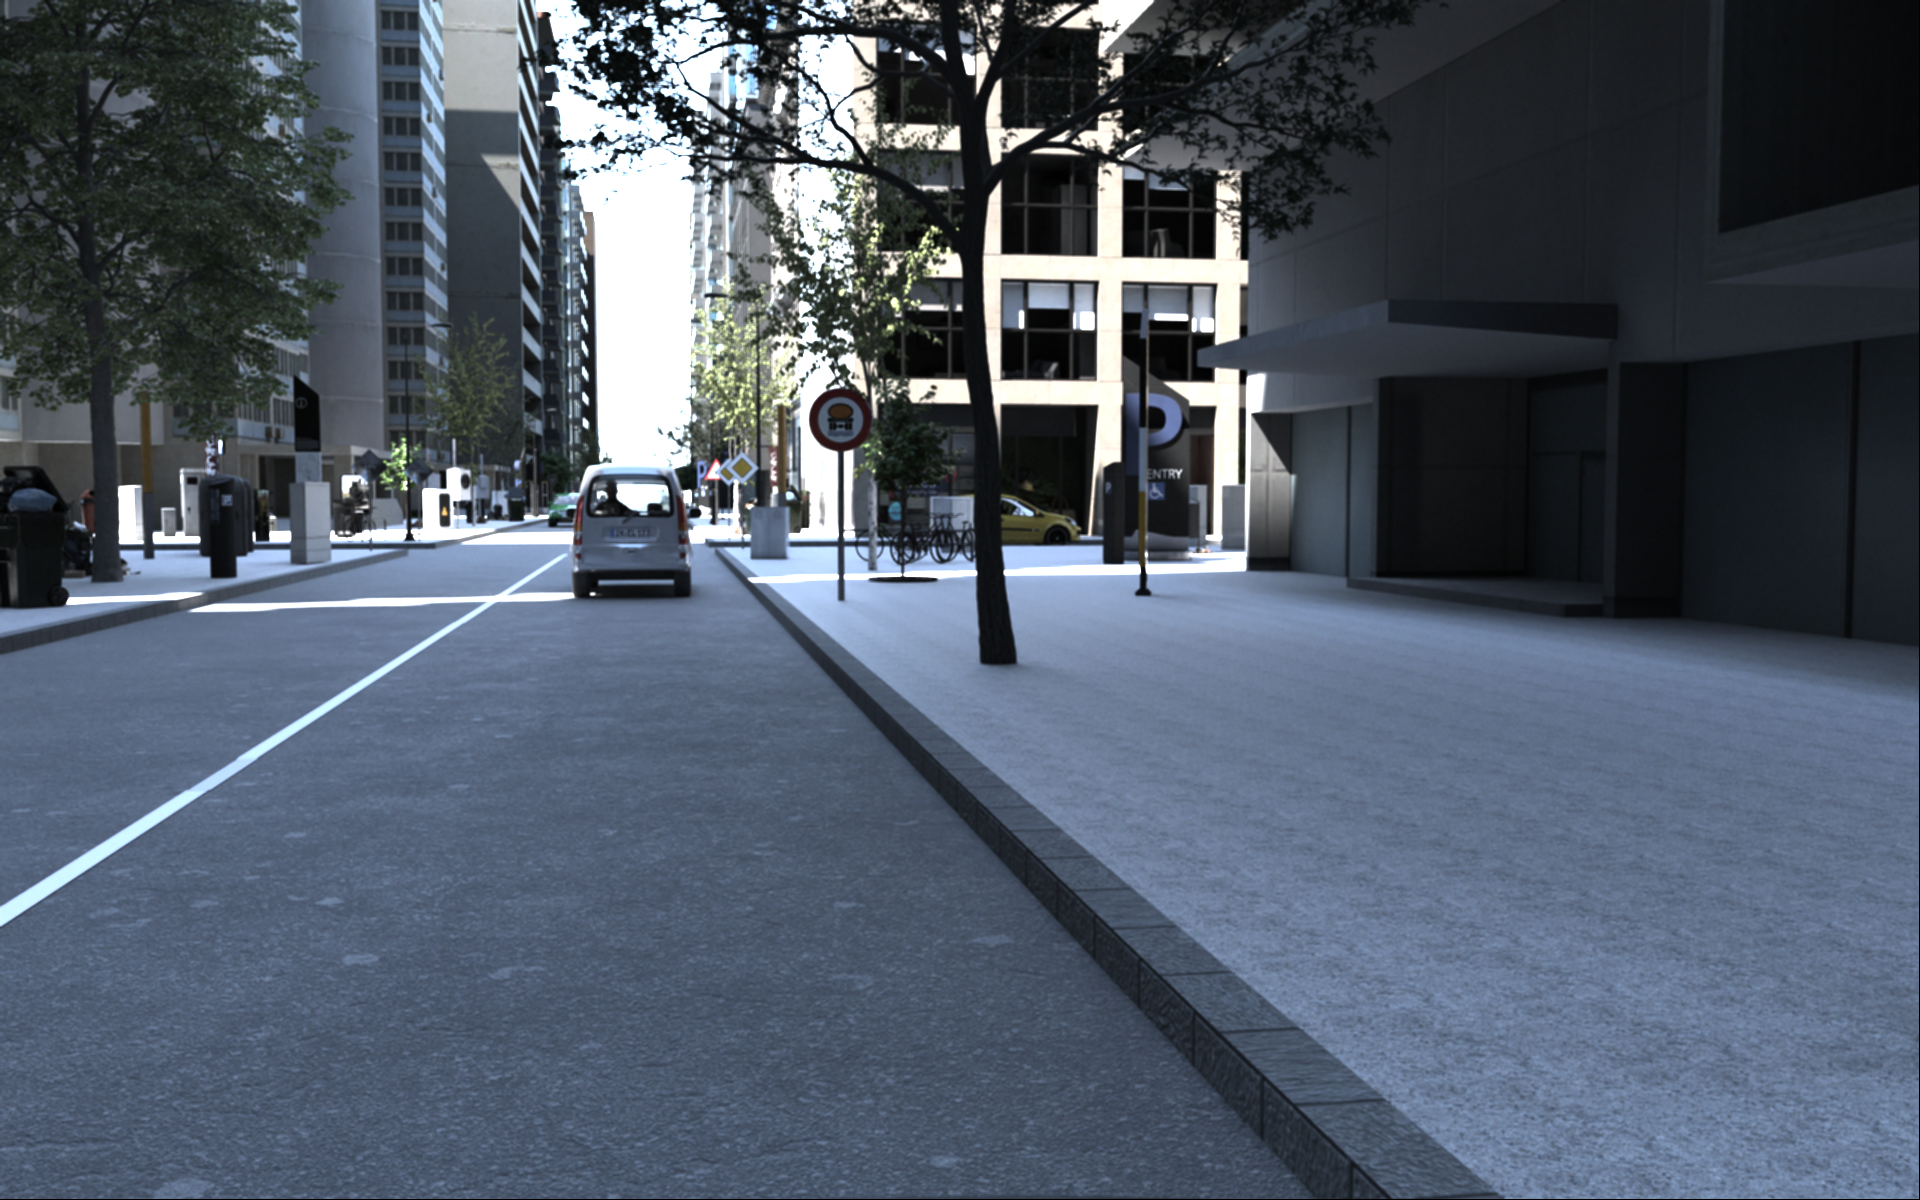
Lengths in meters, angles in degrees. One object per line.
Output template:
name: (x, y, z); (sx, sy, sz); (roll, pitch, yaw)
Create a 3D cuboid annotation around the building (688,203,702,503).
building: (-31.354, -34.396, 245.966); (14.154, 41.232, 14.086); (-1, 4, -10)

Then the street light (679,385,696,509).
street light: (-11.109, -6.197, 73.863); (1.470, 5.913, 1.316); (-1, 4, -10)

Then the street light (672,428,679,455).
street light: (-19.351, -9.111, 121.502); (1.470, 5.913, 1.316); (-1, 4, -10)

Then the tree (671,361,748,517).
tree: (-13.599, -8.854, 95.126); (4.360, 8.622, 3.978); (0, 3, 0)

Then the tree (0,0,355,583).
tree: (-12.901, -6.545, 25.139); (7.486, 12.596, 7.792); (0, 3, 0)

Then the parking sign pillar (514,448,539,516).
parking sign pillar: (-25.318, -6.808, 99.786); (1.447, 3.967, 1.447); (0, 4, -3)

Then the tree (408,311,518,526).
tree: (-19.579, -7.238, 68.710); (4.737, 8.622, 4.395); (0, 3, 0)

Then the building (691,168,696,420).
building: (-23.371, -36.999, 224.548); (23.786, 49.044, 30.456); (-1, 4, -10)

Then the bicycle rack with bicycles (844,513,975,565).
bicycle rack with bicycles: (-0.805, -1.185, 32.763); (2.925, 0.926, 2.852); (-3, 5, -39)

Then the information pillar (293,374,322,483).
information pillar: (-12.776, -2.603, 33.918); (0.504, 3.616, 0.183); (-1, 4, -11)

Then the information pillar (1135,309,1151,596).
information pillar: (2.314, -1.863, 21.821); (0.183, 3.616, 0.504); (1, 4, 9)

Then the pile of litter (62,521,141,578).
pile of litter: (-13.570, -0.803, 27.093); (1.176, 0.858, 1.719); (2, 4, 29)

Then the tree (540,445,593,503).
tree: (-27.425, -8.103, 116.198); (4.285, 4.588, 4.351); (0, 3, 0)

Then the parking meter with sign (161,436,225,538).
parking meter with sign: (-22.825, -3.383, 51.567); (1.738, 3.016, 0.543); (-2, 4, -32)

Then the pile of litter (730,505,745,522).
pile of litter: (-9.890, -4.037, 79.975); (1.719, 0.858, 1.176); (3, 5, 44)

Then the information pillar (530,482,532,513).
information pillar: (-25.288, -5.998, 102.566); (0.304, 2.012, 0.304); (-2, 4, -25)

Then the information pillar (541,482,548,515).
information pillar: (-25.148, -6.137, 104.836); (0.304, 2.012, 0.304); (-2, 4, -27)

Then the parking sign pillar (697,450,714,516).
parking sign pillar: (-14.826, -6.891, 101.145); (1.447, 3.967, 1.447); (-3, 4, -38)

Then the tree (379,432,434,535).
tree: (-17.492, -3.649, 54.267); (1.663, 3.219, 1.824); (0, 3, 0)

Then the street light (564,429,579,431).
street light: (-27.646, -9.182, 122.670); (1.470, 5.913, 1.316); (-1, 4, -10)

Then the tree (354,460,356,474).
tree: (-30.010, -5.609, 86.315); (1.663, 3.219, 1.824); (0, 3, 0)

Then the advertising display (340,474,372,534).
advertising display: (-19.594, -3.120, 56.226); (0.974, 1.923, 0.123); (-2, 4, -31)

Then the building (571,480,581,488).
building: (-62.513, -31.886, 213.209); (32.217, 40.220, 23.993); (-1, 4, -10)

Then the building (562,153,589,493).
building: (-63.457, -37.982, 240.620); (23.786, 49.044, 30.456); (-1, 4, -10)

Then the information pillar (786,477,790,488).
information pillar: (-7.640, -4.344, 75.524); (0.304, 2.012, 0.304); (3, 4, 37)

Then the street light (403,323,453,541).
street light: (-14.456, -4.559, 47.083); (1.470, 5.913, 1.316); (-1, 4, -10)

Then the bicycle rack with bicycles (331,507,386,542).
bicycle rack with bicycles: (-17.062, -2.072, 47.267); (2.852, 0.926, 2.925); (0, 4, 3)

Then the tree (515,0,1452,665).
tree: (-0.049, -4.800, 12.897); (7.601, 10.594, 8.767); (0, 4, 6)

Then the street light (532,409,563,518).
street light: (-22.693, -7.469, 94.657); (1.470, 5.913, 1.316); (-1, 4, -10)

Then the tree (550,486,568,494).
tree: (-31.513, -8.621, 135.554); (1.663, 3.219, 1.824); (0, 3, 0)

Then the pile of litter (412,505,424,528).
pile of litter: (-20.550, -3.202, 66.326); (1.176, 0.858, 1.719); (0, 4, 3)

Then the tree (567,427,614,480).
tree: (-41.057, -14.683, 190.430); (4.360, 8.622, 3.978); (0, 3, 0)

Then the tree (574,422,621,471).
tree: (-37.782, -13.979, 178.919); (4.737, 8.622, 4.395); (0, 3, 0)

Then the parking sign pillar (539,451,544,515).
parking sign pillar: (-26.486, -7.309, 107.966); (1.447, 3.967, 1.447); (3, 4, 39)

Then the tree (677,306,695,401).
tree: (-7.445, -6.660, 59.246); (4.737, 8.622, 4.395); (0, 3, 0)

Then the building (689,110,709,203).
building: (-30.907, -44.339, 266.940); (21.231, 58.520, 28.212); (-1, 4, -10)

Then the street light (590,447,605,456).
street light: (-35.875, -12.084, 170.118); (1.470, 5.913, 1.316); (-1, 4, -10)

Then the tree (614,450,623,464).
tree: (-55.638, -19.947, 276.494); (4.360, 8.622, 3.978); (0, 3, 0)

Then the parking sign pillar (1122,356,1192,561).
parking sign pillar: (3.797, -2.761, 33.609); (1.447, 3.967, 1.447); (0, 4, 6)

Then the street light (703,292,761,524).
street light: (-5.215, -4.136, 40.161); (1.470, 5.913, 1.316); (-1, 4, -10)

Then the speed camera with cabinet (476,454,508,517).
speed camera with cabinet: (-23.271, -5.631, 86.410); (2.038, 3.252, 0.660); (-3, 5, -41)

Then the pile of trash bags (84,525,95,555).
pile of trash bags: (-19.254, -1.575, 35.507); (3.447, 1.369, 1.912); (-3, 5, -40)

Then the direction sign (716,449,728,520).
direction sign: (-11.975, -5.826, 87.247); (0.876, 3.537, 0.379); (3, 4, 38)

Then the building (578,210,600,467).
building: (-62.382, -37.556, 264.146); (14.600, 45.320, 14.200); (-1, 4, -10)

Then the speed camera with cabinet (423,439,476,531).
speed camera with cabinet: (-18.114, -4.089, 61.195); (0.660, 3.252, 2.038); (1, 4, 20)

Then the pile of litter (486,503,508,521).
pile of litter: (-22.262, -4.287, 84.050); (1.719, 0.858, 1.176); (-2, 4, -29)

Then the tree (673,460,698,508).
tree: (-27.630, -11.573, 172.933); (4.285, 4.588, 4.351); (0, 3, 0)

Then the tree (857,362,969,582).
tree: (-0.844, -1.883, 25.395); (1.663, 3.219, 1.824); (0, 3, 0)

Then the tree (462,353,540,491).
tree: (-23.696, -8.525, 89.744); (4.360, 8.622, 3.978); (0, 3, 0)

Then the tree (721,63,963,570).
tree: (-1.685, -4.799, 28.828); (4.737, 8.622, 4.395); (0, 3, 0)
